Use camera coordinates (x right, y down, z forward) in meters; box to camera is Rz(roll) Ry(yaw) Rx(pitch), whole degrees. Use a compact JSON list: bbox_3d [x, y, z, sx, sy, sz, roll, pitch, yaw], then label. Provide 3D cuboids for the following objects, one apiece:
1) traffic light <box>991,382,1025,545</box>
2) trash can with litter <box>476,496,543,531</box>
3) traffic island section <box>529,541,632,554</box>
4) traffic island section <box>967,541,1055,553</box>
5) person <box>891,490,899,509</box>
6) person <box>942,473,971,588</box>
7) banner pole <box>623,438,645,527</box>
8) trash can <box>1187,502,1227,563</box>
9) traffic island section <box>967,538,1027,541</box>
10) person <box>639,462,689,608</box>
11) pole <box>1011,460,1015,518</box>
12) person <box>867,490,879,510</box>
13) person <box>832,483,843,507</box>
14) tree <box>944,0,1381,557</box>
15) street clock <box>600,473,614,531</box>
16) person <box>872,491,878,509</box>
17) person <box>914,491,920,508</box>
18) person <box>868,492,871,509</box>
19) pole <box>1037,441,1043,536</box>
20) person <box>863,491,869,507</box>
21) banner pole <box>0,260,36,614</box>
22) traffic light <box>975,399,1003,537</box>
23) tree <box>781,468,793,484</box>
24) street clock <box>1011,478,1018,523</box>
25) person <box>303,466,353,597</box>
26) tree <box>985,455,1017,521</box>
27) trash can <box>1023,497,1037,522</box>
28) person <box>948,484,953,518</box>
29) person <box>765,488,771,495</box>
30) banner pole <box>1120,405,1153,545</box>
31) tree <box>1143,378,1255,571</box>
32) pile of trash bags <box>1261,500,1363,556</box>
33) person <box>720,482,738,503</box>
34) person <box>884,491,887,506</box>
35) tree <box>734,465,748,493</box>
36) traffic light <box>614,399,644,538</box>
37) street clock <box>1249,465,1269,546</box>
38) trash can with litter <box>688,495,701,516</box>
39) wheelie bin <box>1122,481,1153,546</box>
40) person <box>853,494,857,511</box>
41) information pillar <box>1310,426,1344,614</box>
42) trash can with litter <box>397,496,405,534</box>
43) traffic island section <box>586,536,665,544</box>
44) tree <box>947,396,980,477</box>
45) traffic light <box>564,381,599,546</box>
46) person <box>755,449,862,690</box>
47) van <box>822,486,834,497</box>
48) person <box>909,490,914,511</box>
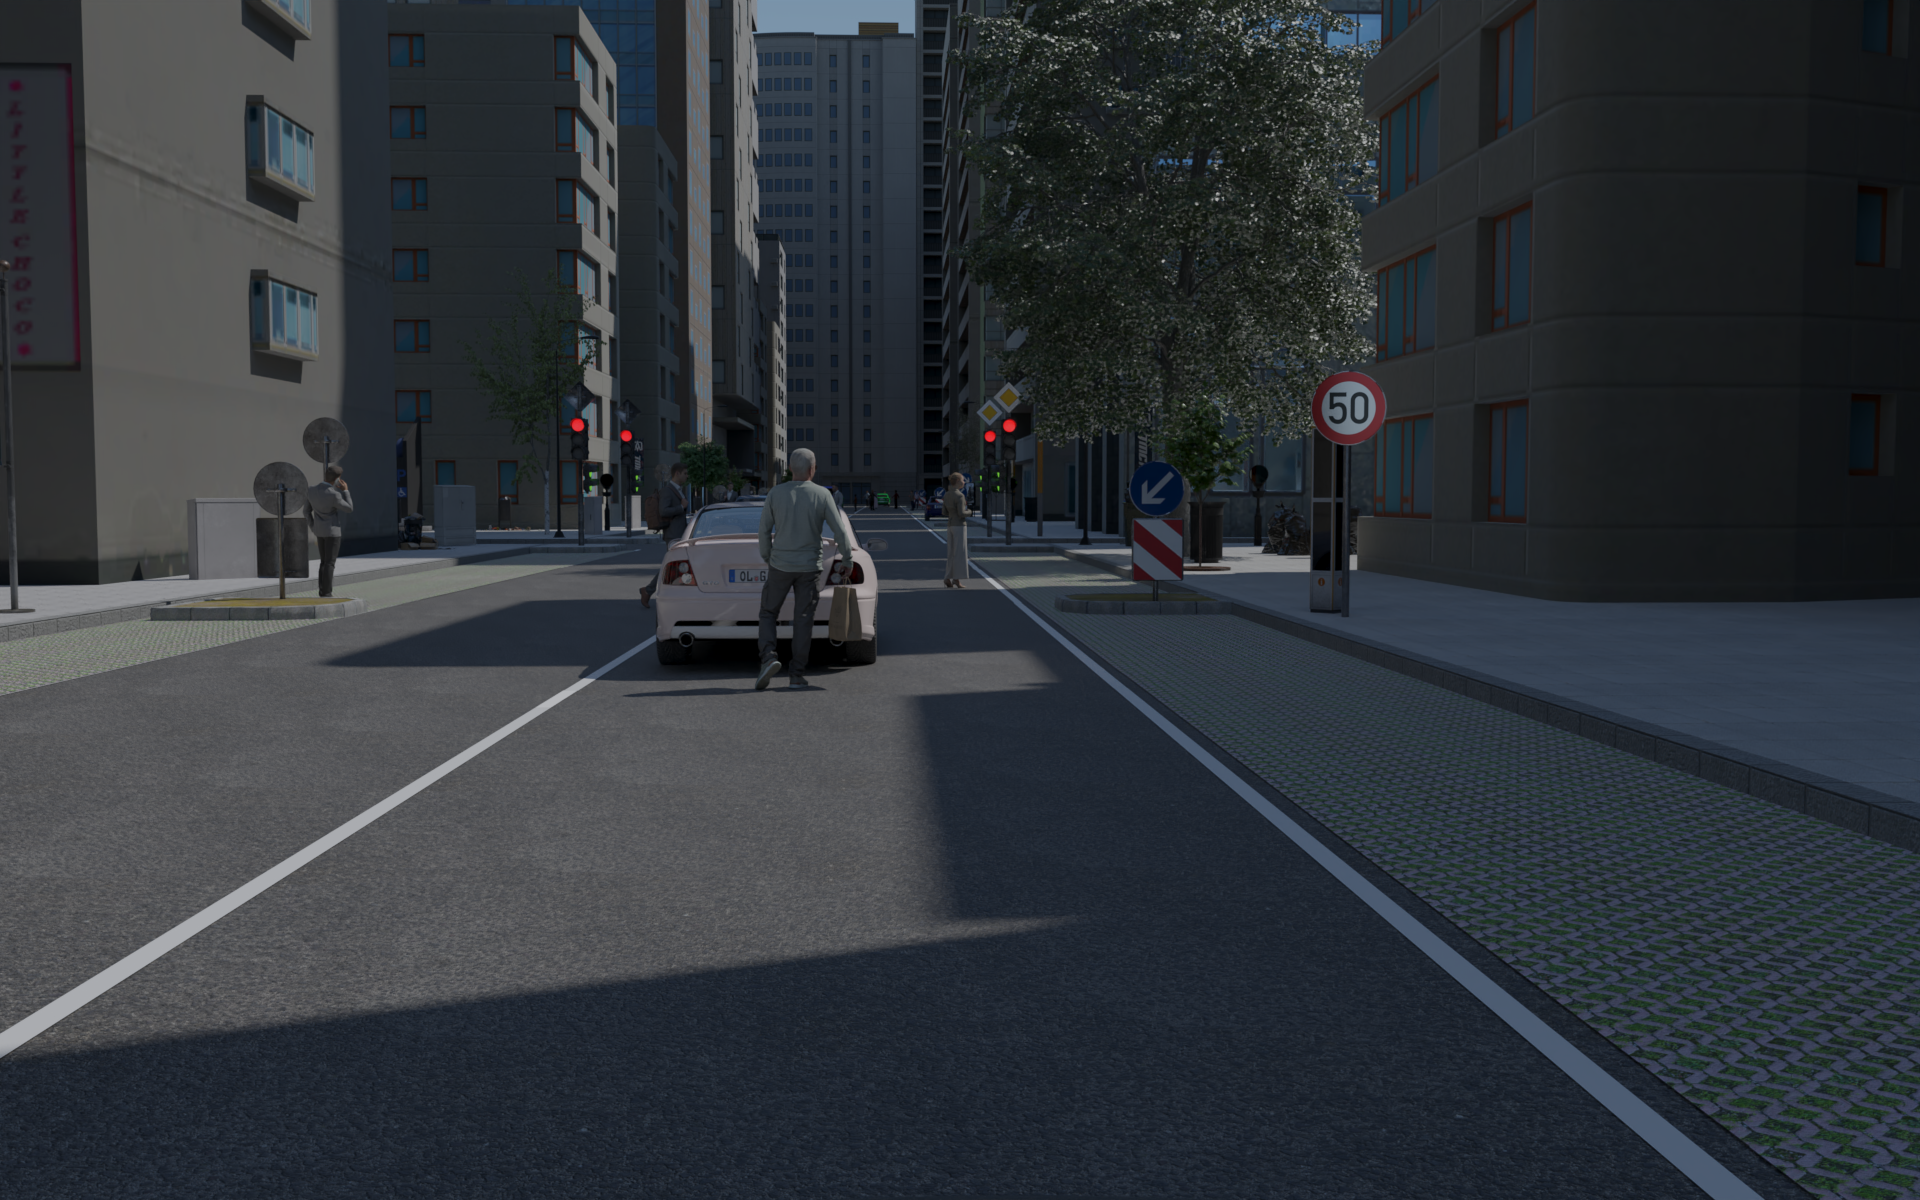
[{"bbox_3d":[1.199,-3.335,43.441,0.839,4.253,0.868,0,4,-2],"label":"traffic light"},{"bbox_3d":[-15.715,-3.038,60.734,2.233,1.210,1.678,2,4,24],"label":"trash can with litter"},{"bbox_3d":[-9.443,-1.274,43.106,2.009,0.180,2.903,0,4,-2],"label":"traffic island section"},{"bbox_3d":[1.239,-1.301,43.557,2.009,0.180,2.903,0,4,-2],"label":"traffic island section"},{"bbox_3d":[-6.229,-9.726,167.478,0.705,1.831,1.348,2,4,35],"label":"person"},{"bbox_3d":[-0.021,-1.061,26.397,0.362,1.759,0.519,-2,4,-34],"label":"person"},{"bbox_3d":[-12.850,-4.784,68.238,0.863,3.779,0.401,-1,4,-10],"label":"banner pole"},{"bbox_3d":[4.602,-1.265,32.333,0.748,1.137,0.748,0,3,0],"label":"trash can"},{"bbox_3d":[0.898,-1.789,51.534,2.009,0.180,2.903,0,4,-2],"label":"traffic island section"},{"bbox_3d":[-3.628,-0.821,21.884,0.822,1.834,0.622,0,4,-4],"label":"person"},{"bbox_3d":[2.831,-6.010,92.101,0.158,3.312,0.155,0,3,0],"label":"pole"},{"bbox_3d":[-7.615,-8.722,151.233,1.348,1.807,0.705,-3,5,-45],"label":"person"},{"bbox_3d":[-3.930,-2.864,55.606,0.850,1.792,0.678,-2,4,-31],"label":"person"},{"bbox_3d":[4.359,-7.861,35.190,9.857,13.997,8.962,0,3,0],"label":"tree"},{"bbox_3d":[-12.346,-3.425,60.563,0.471,2.002,0.358,-1,4,-18],"label":"street clock"},{"bbox_3d":[-8.130,-9.590,165.962,0.621,1.740,0.551,2,4,33],"label":"person"},{"bbox_3d":[-4.102,-9.442,163.818,0.756,1.711,0.436,3,4,38],"label":"person"},{"bbox_3d":[-8.958,-9.882,171.546,0.415,1.643,0.593,-3,5,-40],"label":"person"},{"bbox_3d":[2.425,-3.578,52.347,0.158,3.312,0.155,0,3,0],"label":"pole"},{"bbox_3d":[-10.637,-11.610,198.305,0.705,1.826,1.348,-3,5,-45],"label":"person"},{"bbox_3d":[-10.246,-1.738,18.427,0.401,3.779,0.863,0,4,0],"label":"banner pole"},{"bbox_3d":[0.857,-3.823,51.419,0.839,4.253,0.868,0,4,-2],"label":"traffic light"},{"bbox_3d":[-17.596,-12.307,184.930,4.285,4.588,4.351,0,3,0],"label":"tree"},{"bbox_3d":[2.351,-4.476,77.757,0.471,2.002,0.358,1,4,13],"label":"street clock"},{"bbox_3d":[-8.305,-0.862,22.781,0.592,1.802,0.473,3,4,38],"label":"person"},{"bbox_3d":[1.631,-5.420,83.224,1.663,3.219,1.824,0,3,0],"label":"tree"},{"bbox_3d":[3.283,-4.170,79.832,0.748,1.137,0.748,0,3,0],"label":"trash can"},{"bbox_3d":[-0.220,-3.574,67.155,0.699,1.804,1.509,1,4,16],"label":"person"},{"bbox_3d":[-10.896,-5.691,101.772,1.509,1.804,0.699,2,4,31],"label":"person"},{"bbox_3d":[4.505,-3.308,44.098,0.863,3.779,0.401,0,4,-1],"label":"banner pole"},{"bbox_3d":[4.170,-2.108,29.062,1.663,3.219,1.824,0,3,0],"label":"tree"},{"bbox_3d":[7.538,-1.627,36.349,1.912,1.369,3.447,0,4,-1],"label":"pile of trash bags"},{"bbox_3d":[-7.657,-3.001,57.536,0.622,1.834,0.822,-1,4,-12],"label":"person"},{"bbox_3d":[-8.805,-11.801,201.998,0.434,1.755,0.990,2,4,25],"label":"person"},{"bbox_3d":[-14.915,-7.297,113.899,1.663,3.219,1.824,0,3,0],"label":"tree"},{"bbox_3d":[-9.743,-3.794,50.951,0.839,4.253,0.868,0,4,-2],"label":"traffic light"},{"bbox_3d":[7.373,-2.339,42.821,0.471,2.002,0.358,0,4,5],"label":"street clock"},{"bbox_3d":[-15.595,-5.469,100.483,2.233,1.210,1.678,0,4,-1],"label":"trash can with litter"},{"bbox_3d":[4.408,-2.112,42.437,0.980,1.594,0.693,2,4,26],"label":"wheelie bin"},{"bbox_3d":[-8.685,-8.065,143.616,0.557,1.426,1.065,1,4,9],"label":"person"},{"bbox_3d":[3.994,-0.869,18.707,0.304,2.012,0.304,-3,5,-45],"label":"information pillar"},{"bbox_3d":[-18.283,-2.747,55.978,1.678,1.210,2.233,-1,4,-20],"label":"trash can with litter"},{"bbox_3d":[-9.784,-1.762,51.084,2.009,0.180,2.903,0,4,-2],"label":"traffic island section"},{"bbox_3d":[0.765,-10.986,129.979,4.360,8.622,3.978,0,3,0],"label":"tree"},{"bbox_3d":[-9.402,-3.306,42.973,0.839,4.253,0.868,0,4,-2],"label":"traffic light"},{"bbox_3d":[-1.114,-0.231,12.766,0.782,1.767,0.515,0,4,-2],"label":"person"},{"bbox_3d":[-10.465,-7.860,132.900,2.240,2.365,5.245,0,4,-4],"label":"van"},{"bbox_3d":[-4.210,-8.452,147.219,0.750,1.759,0.617,2,4,32],"label":"person"}]
